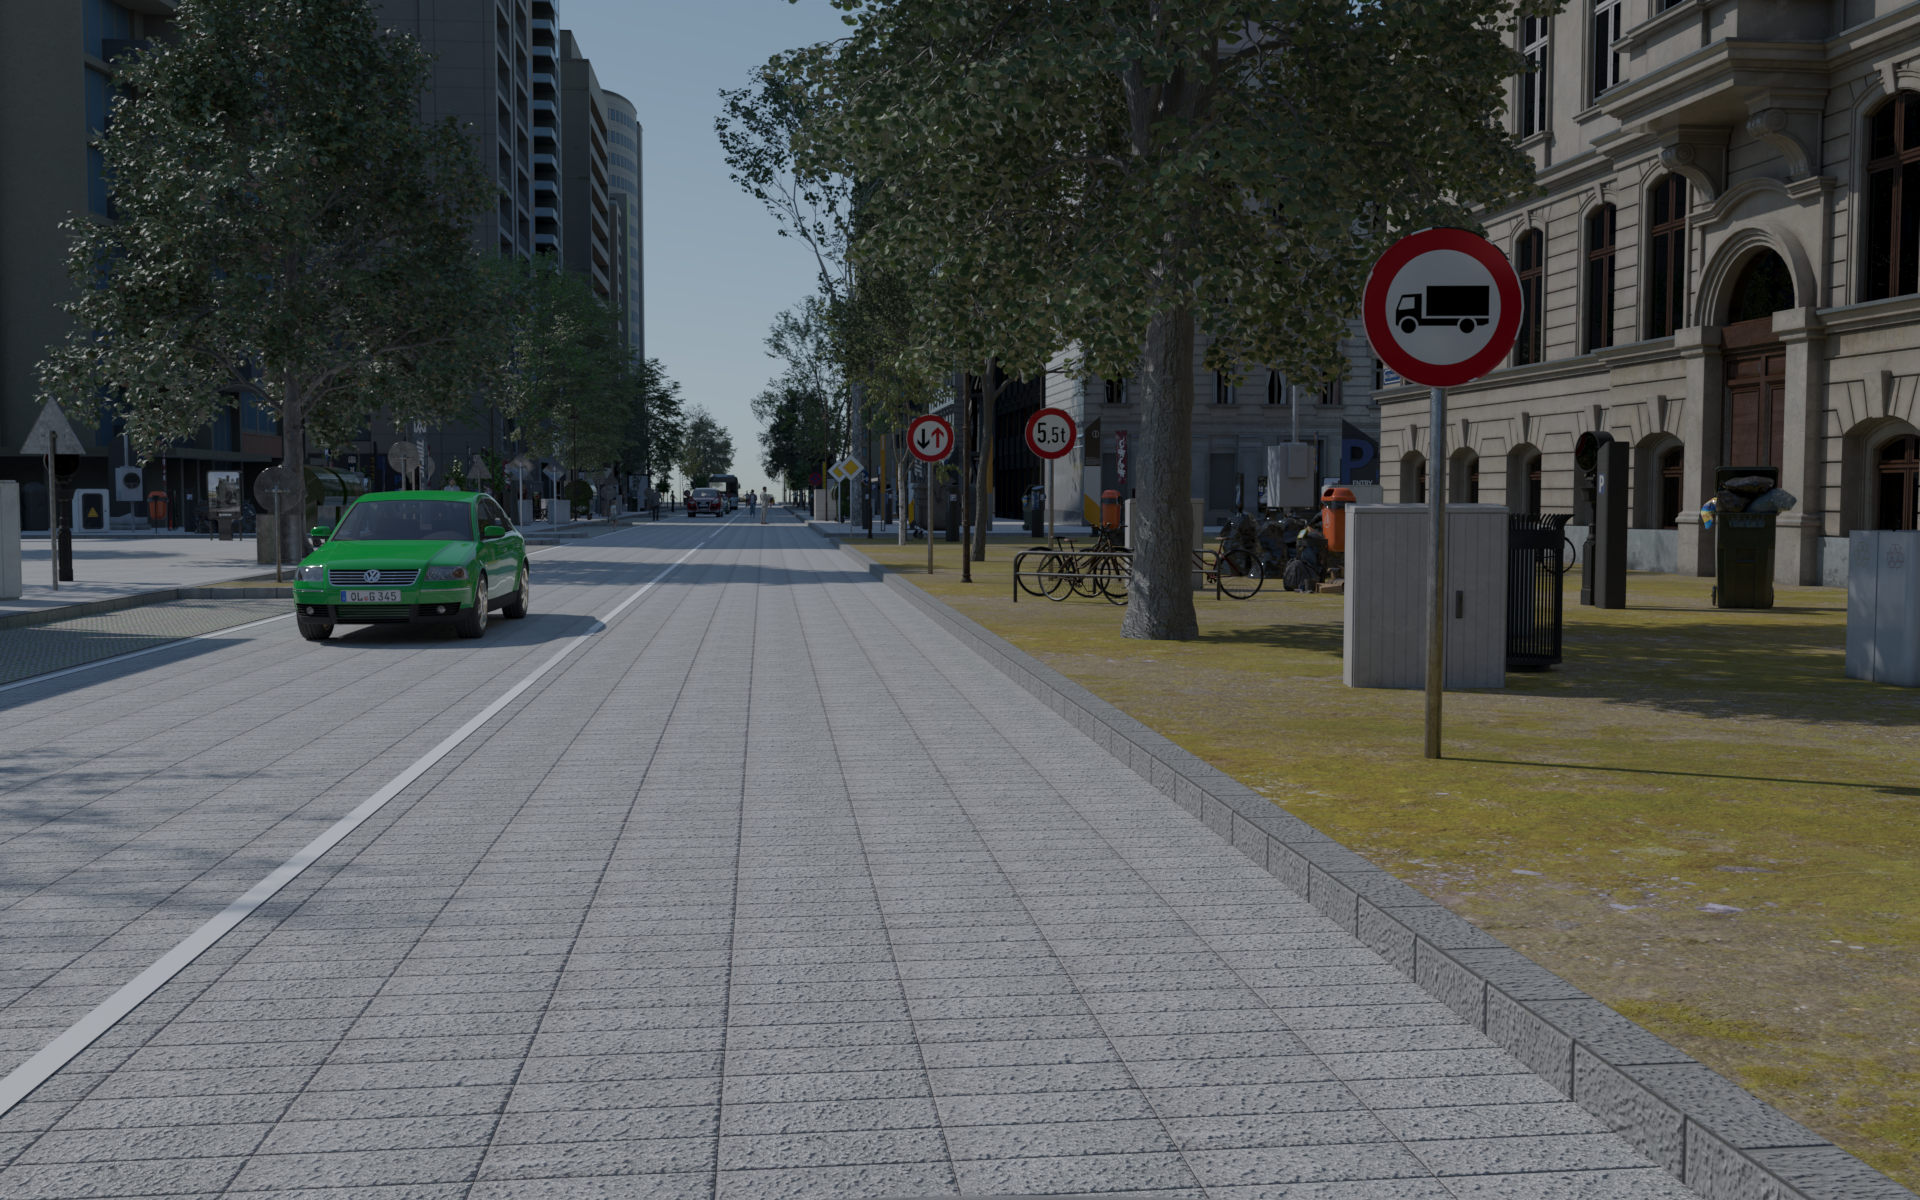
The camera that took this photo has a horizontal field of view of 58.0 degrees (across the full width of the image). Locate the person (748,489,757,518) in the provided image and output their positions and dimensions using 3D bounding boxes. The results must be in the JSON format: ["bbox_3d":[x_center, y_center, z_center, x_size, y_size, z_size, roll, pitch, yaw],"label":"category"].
[{"bbox_3d":[-12.448,-5.795,104.079,0.563,1.720,0.643,0,4,4],"label":"person"}]

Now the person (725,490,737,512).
[{"bbox_3d":[-18.093,-7.751,135.949,1.217,1.743,0.721,1,4,18],"label":"person"}]

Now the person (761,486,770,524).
[{"bbox_3d":[-9.176,-4.478,81.900,0.466,1.800,0.511,-3,5,-43],"label":"person"}]

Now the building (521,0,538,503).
[{"bbox_3d":[-41.450,-29.746,136.459,14.600,45.320,14.200,0,4,-6],"label":"building"}]

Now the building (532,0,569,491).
[{"bbox_3d":[-47.109,-51.657,157.267,22.319,86.520,31.000,0,4,-6],"label":"building"}]

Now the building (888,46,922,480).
[{"bbox_3d":[4.825,-31.103,163.161,22.147,44.769,28.867,0,4,-6],"label":"building"}]

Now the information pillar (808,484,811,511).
[{"bbox_3d":[-11.344,-7.735,130.964,0.304,2.012,0.304,0,4,-4],"label":"information pillar"}]

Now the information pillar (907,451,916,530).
[{"bbox_3d":[-1.640,-4.293,61.551,0.504,3.616,0.183,3,5,42],"label":"information pillar"}]

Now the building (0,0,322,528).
[{"bbox_3d":[-41.195,-25.767,75.912,22.147,44.769,28.867,0,4,-6],"label":"building"}]

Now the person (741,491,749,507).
[{"bbox_3d":[-23.670,-11.249,192.402,1.348,1.826,0.705,-3,5,-41],"label":"person"}]

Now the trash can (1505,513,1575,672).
[{"bbox_3d":[4.083,-0.060,12.639,0.748,1.137,0.748,0,3,0],"label":"trash can"}]

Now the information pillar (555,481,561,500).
[{"bbox_3d":[-22.268,-5.585,95.810,0.304,2.012,0.304,-3,4,-36],"label":"information pillar"}]

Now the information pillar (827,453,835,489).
[{"bbox_3d":[-7.045,-6.303,94.415,0.504,3.616,0.183,-1,4,-20],"label":"information pillar"}]

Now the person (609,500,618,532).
[{"bbox_3d":[-13.185,-3.189,65.660,0.382,1.210,0.505,-3,5,-42],"label":"person"}]

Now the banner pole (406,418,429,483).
[{"bbox_3d":[-15.191,-3.568,48.351,0.863,3.779,0.401,1,4,16],"label":"banner pole"}]

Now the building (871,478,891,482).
[{"bbox_3d":[6.652,-30.469,190.050,32.217,40.220,23.993,0,4,-6],"label":"building"}]

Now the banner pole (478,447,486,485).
[{"bbox_3d":[-25.516,-6.249,92.195,0.863,3.779,0.401,-2,4,-24],"label":"banner pole"}]

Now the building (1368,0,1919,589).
[{"bbox_3d":[17.262,-12.632,25.621,14.460,24.649,34.723,0,4,-6],"label":"building"}]

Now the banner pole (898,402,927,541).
[{"bbox_3d":[-1.301,-3.564,48.291,0.863,3.779,0.401,2,4,23],"label":"banner pole"}]

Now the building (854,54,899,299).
[{"bbox_3d":[-8.656,-51.618,282.197,20.563,71.187,20.611,0,4,-6],"label":"building"}]

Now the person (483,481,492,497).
[{"bbox_3d":[-16.345,-3.265,60.265,0.643,1.720,0.563,-2,4,-29],"label":"person"}]

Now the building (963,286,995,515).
[{"bbox_3d":[8.493,-14.703,107.853,16.820,18.784,16.811,0,4,-6],"label":"building"}]

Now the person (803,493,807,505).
[{"bbox_3d":[-18.128,-11.813,202.445,1.065,1.426,0.557,2,4,28],"label":"person"}]

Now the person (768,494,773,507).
[{"bbox_3d":[-20.768,-10.863,189.335,0.697,1.427,0.421,3,5,42],"label":"person"}]

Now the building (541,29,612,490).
[{"bbox_3d":[-49.088,-34.314,184.741,21.300,48.544,21.600,0,4,-6],"label":"building"}]

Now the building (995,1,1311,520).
[{"bbox_3d":[8.872,-15.661,85.741,12.332,23.373,15.834,0,4,-6],"label":"building"}]

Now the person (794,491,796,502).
[{"bbox_3d":[-25.458,-15.925,266.429,1.348,1.822,0.705,1,4,10],"label":"person"}]

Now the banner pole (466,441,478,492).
[{"bbox_3d":[-22.942,-5.560,80.921,0.401,3.779,0.863,-2,4,-26],"label":"banner pole"}]

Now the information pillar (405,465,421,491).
[{"bbox_3d":[-13.637,-2.364,43.136,0.304,2.012,0.304,1,4,17],"label":"information pillar"}]

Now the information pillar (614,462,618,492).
[{"bbox_3d":[-24.859,-8.190,125.268,0.183,3.616,0.504,1,4,17],"label":"information pillar"}]

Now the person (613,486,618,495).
[{"bbox_3d":[-22.987,-6.679,115.426,0.466,1.800,0.511,2,4,28],"label":"person"}]

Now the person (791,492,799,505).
[{"bbox_3d":[-19.369,-12.089,203.677,1.348,1.826,0.705,-3,5,-44],"label":"person"}]

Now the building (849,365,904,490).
[{"bbox_3d":[-1.087,-24.454,244.868,27.650,21.520,28.899,0,4,-6],"label":"building"}]

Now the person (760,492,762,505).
[{"bbox_3d":[-26.038,-13.346,227.625,0.541,1.710,0.530,2,4,27],"label":"person"}]

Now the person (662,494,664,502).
[{"bbox_3d":[-46.894,-16.365,273.568,0.705,1.831,1.348,-1,4,-23],"label":"person"}]

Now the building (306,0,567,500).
[{"bbox_3d":[-36.671,-41.184,111.608,20.563,71.187,20.611,0,4,-6],"label":"building"}]

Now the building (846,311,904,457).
[{"bbox_3d":[-10.502,-30.187,265.259,14.160,30.474,14.107,0,4,-6],"label":"building"}]

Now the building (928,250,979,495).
[{"bbox_3d":[3.174,-16.904,125.527,9.793,20.994,18.267,0,4,-6],"label":"building"}]

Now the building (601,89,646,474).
[{"bbox_3d":[-56.851,-43.197,248.261,21.231,58.520,28.212,0,4,-6],"label":"building"}]

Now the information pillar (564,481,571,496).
[{"bbox_3d":[-21.910,-5.648,96.834,0.304,2.012,0.304,3,4,36],"label":"information pillar"}]

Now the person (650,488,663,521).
[{"bbox_3d":[-16.180,-5.097,92.234,0.661,1.777,0.834,-1,4,-16],"label":"person"}]

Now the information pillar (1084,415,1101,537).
[{"bbox_3d":[3.960,-3.686,51.628,0.504,3.616,0.183,0,4,-7],"label":"information pillar"}]

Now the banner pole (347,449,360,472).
[{"bbox_3d":[-33.589,-6.496,96.230,0.863,3.779,0.401,0,4,-6],"label":"banner pole"}]

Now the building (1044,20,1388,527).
[{"bbox_3d":[13.106,-13.682,72.856,18.267,20.994,9.793,0,4,-6],"label":"building"}]

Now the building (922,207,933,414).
[{"bbox_3d":[3.672,-22.637,141.813,14.160,30.474,14.107,0,4,-6],"label":"building"}]

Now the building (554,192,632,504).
[{"bbox_3d":[-50.931,-33.310,228.210,14.154,41.232,14.086,0,4,-6],"label":"building"}]

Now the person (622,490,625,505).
[{"bbox_3d":[-37.982,-11.600,196.234,0.750,1.759,0.617,2,4,30],"label":"person"}]

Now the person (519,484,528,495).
[{"bbox_3d":[-24.249,-5.504,96.013,0.580,1.828,0.573,1,4,18],"label":"person"}]

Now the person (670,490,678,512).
[{"bbox_3d":[-22.634,-7.814,136.962,0.721,1.736,1.217,-3,4,-36],"label":"person"}]

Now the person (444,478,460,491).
[{"bbox_3d":[-17.269,-3.245,58.939,0.661,1.843,0.795,-1,4,-14],"label":"person"}]

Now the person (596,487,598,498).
[{"bbox_3d":[-27.106,-7.533,129.235,0.654,1.822,0.581,-1,4,-21],"label":"person"}]
